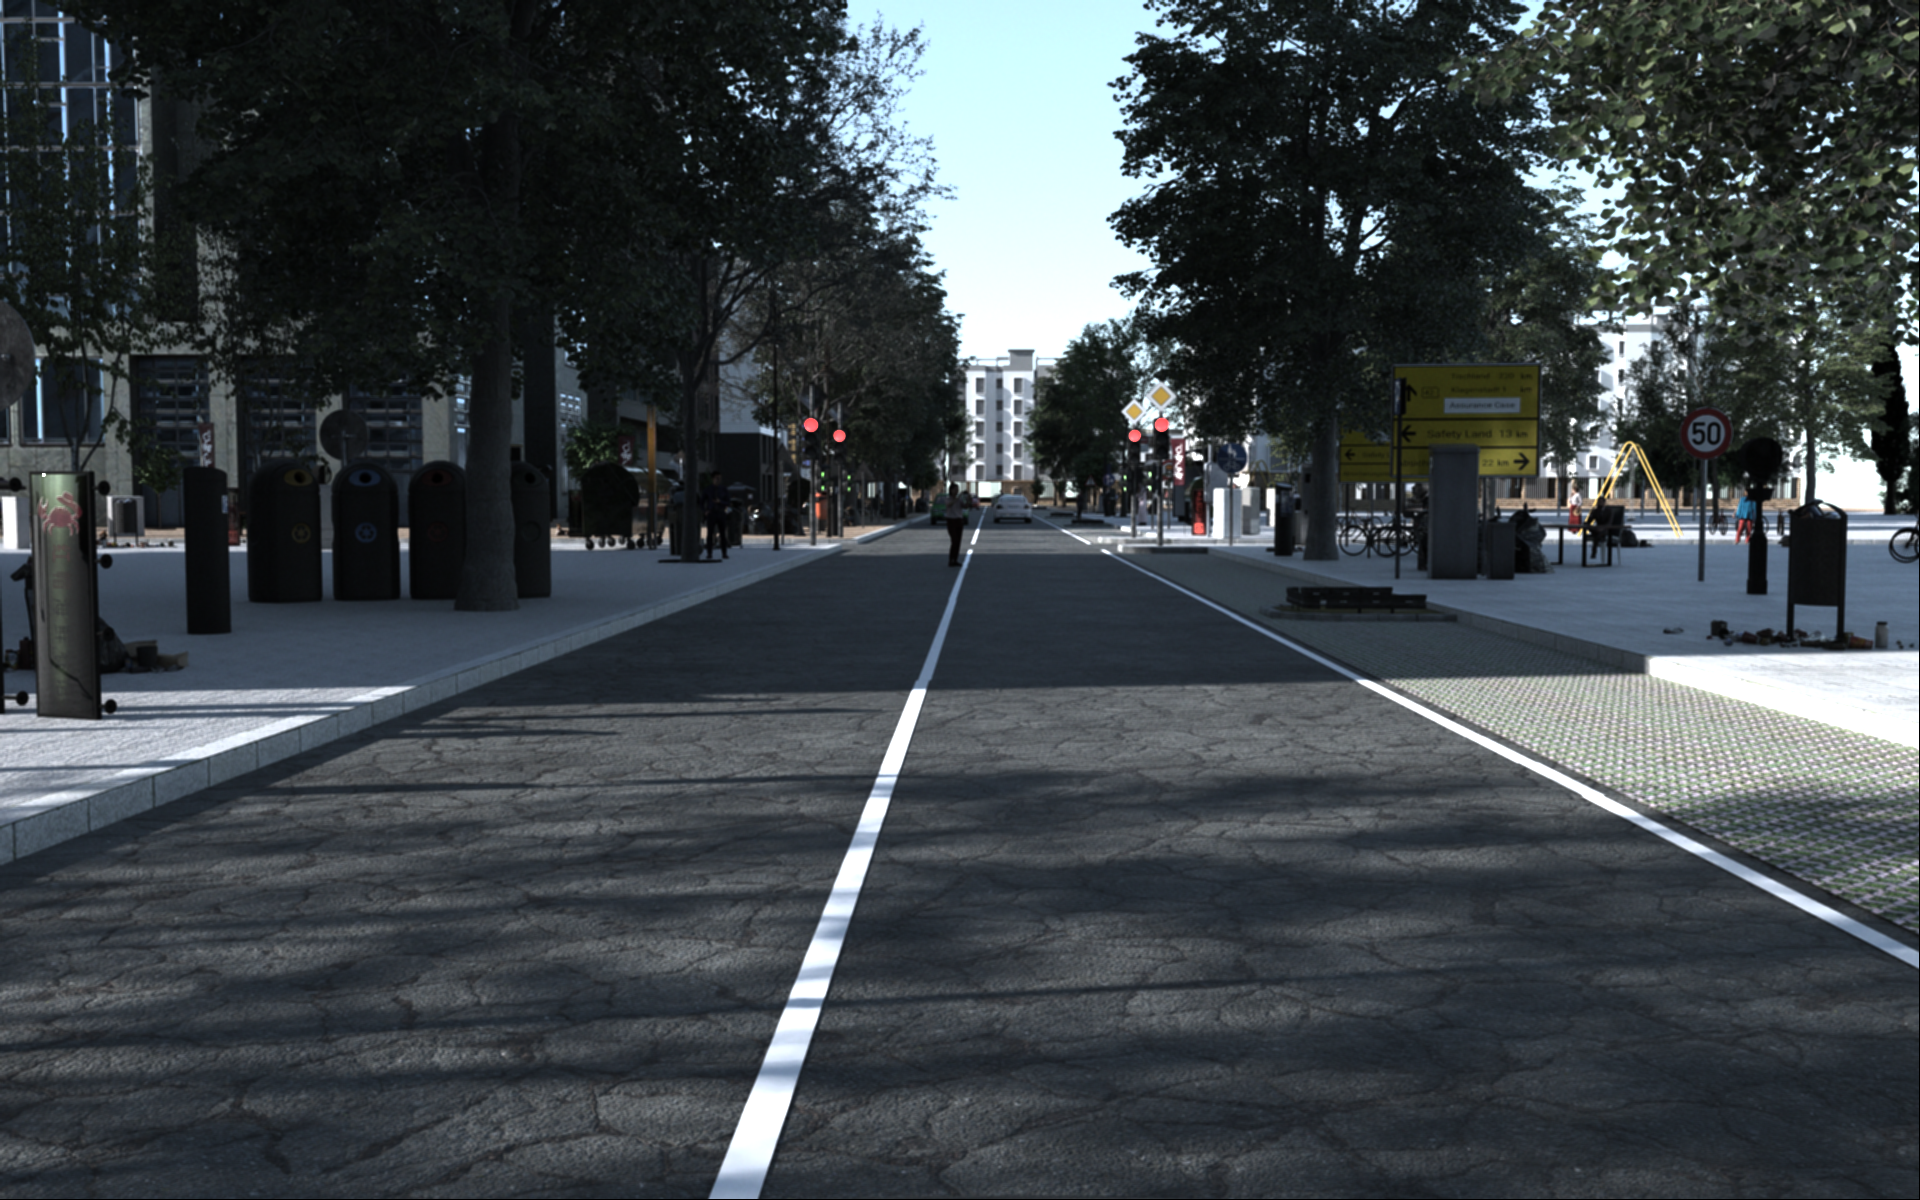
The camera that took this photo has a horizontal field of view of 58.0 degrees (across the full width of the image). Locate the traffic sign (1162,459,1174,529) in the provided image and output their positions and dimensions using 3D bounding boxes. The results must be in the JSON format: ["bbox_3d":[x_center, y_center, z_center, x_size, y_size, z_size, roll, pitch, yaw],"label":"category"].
[{"bbox_3d":[7.691,-3.890,63.706,0.768,2.556,0.104,0,4,4],"label":"traffic sign"}]

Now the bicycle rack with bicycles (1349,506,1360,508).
[{"bbox_3d":[10.885,-2.372,52.162,2.852,0.926,2.925,-2,4,-31],"label":"bicycle rack with bicycles"}]

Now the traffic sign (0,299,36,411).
[{"bbox_3d":[-6.262,-0.670,11.067,0.768,2.556,0.104,0,4,8],"label":"traffic sign"}]

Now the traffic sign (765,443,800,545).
[{"bbox_3d":[-4.491,-2.680,43.821,0.884,2.594,0.081,0,4,4],"label":"traffic sign"}]

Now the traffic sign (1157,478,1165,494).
[{"bbox_3d":[8.796,-4.695,76.866,0.768,2.556,0.104,0,4,2],"label":"traffic sign"}]

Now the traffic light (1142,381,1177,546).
[{"bbox_3d":[4.940,-3.298,42.841,0.839,4.253,0.868,0,4,1],"label":"traffic light"}]

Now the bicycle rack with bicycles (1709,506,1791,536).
[{"bbox_3d":[24.572,-2.444,53.337,2.852,0.926,2.925,1,4,12],"label":"bicycle rack with bicycles"}]

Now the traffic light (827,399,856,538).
[{"bbox_3d":[-3.499,-3.794,50.960,0.839,4.253,0.868,0,4,1],"label":"traffic light"}]

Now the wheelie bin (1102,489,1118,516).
[{"bbox_3d":[8.812,-5.772,102.279,0.980,1.594,0.693,0,4,-4],"label":"wheelie bin"}]

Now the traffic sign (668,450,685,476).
[{"bbox_3d":[-8.368,-3.195,51.972,0.795,2.593,0.064,0,4,2],"label":"traffic sign"}]

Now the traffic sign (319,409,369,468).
[{"bbox_3d":[-9.271,-1.589,26.078,0.768,2.556,0.104,0,4,4],"label":"traffic sign"}]

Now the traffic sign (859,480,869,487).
[{"bbox_3d":[-6.680,-7.351,120.287,0.768,2.556,0.104,0,4,8],"label":"traffic sign"}]

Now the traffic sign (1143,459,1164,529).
[{"bbox_3d":[7.018,-3.851,63.064,0.768,2.556,0.104,0,4,4],"label":"traffic sign"}]

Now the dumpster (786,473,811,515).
[{"bbox_3d":[-7.205,-4.733,79.879,1.502,2.255,1.985,0,4,1],"label":"dumpster"}]

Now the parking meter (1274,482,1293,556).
[{"bbox_3d":[6.733,-1.688,36.007,0.372,1.533,0.369,0,3,0],"label":"parking meter"}]

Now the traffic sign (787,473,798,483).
[{"bbox_3d":[-7.797,-5.026,82.184,0.884,2.594,0.081,0,4,6],"label":"traffic sign"}]

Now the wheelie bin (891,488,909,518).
[{"bbox_3d":[-3.156,-5.141,91.959,0.980,1.594,0.693,1,4,12],"label":"wheelie bin"}]

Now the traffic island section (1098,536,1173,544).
[{"bbox_3d":[5.121,-1.753,50.938,2.009,0.180,2.903,0,4,1],"label":"traffic island section"}]

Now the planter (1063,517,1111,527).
[{"bbox_3d":[5.558,-3.352,75.940,1.991,0.319,1.994,0,4,1],"label":"planter"}]

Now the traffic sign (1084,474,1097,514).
[{"bbox_3d":[8.497,-6.892,112.686,0.884,2.594,0.081,1,4,10],"label":"traffic sign"}]

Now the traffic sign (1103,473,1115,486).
[{"bbox_3d":[9.194,-6.538,106.997,0.768,2.556,0.104,0,4,4],"label":"traffic sign"}]

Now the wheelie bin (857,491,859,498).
[{"bbox_3d":[-6.856,-6.347,111.682,0.693,1.594,0.980,0,3,0],"label":"wheelie bin"}]

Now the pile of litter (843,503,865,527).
[{"bbox_3d":[-4.601,-3.315,68.164,1.176,0.858,1.719,1,4,9],"label":"pile of litter"}]

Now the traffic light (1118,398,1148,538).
[{"bbox_3d":[5.081,-3.786,50.825,0.839,4.253,0.868,0,4,1],"label":"traffic light"}]

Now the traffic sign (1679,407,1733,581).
[{"bbox_3d":[10.944,-1.553,25.497,0.768,2.556,0.104,0,4,2],"label":"traffic sign"}]

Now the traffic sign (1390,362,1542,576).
[{"bbox_3d":[7.855,-2.025,26.986,2.265,3.308,0.079,0,4,8],"label":"traffic sign"}]

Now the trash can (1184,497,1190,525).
[{"bbox_3d":[9.790,-3.751,72.978,0.748,1.137,0.748,0,3,0],"label":"trash can"}]

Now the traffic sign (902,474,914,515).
[{"bbox_3d":[-3.203,-6.460,105.721,0.768,2.556,0.104,0,4,3],"label":"traffic sign"}]

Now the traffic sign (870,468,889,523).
[{"bbox_3d":[-3.608,-4.726,77.271,0.884,2.594,0.081,1,4,9],"label":"traffic sign"}]

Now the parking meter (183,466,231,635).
[{"bbox_3d":[-6.931,-0.461,15.943,0.372,1.533,0.369,0,3,0],"label":"parking meter"}]

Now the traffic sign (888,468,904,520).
[{"bbox_3d":[-3.125,-5.137,84.089,0.768,2.556,0.104,0,4,5],"label":"traffic sign"}]

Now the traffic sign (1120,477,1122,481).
[{"bbox_3d":[11.624,-7.462,122.101,0.768,2.556,0.104,0,4,3],"label":"traffic sign"}]

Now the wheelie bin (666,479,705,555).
[{"bbox_3d":[-5.781,-1.741,36.379,0.693,1.594,0.980,-2,4,-30],"label":"wheelie bin"}]

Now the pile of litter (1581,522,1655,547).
[{"bbox_3d":[16.052,-1.730,42.247,1.176,0.858,1.719,-2,4,-28],"label":"pile of litter"}]

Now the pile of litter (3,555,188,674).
[{"bbox_3d":[-6.497,0.070,12.820,1.719,0.858,1.176,3,4,37],"label":"pile of litter"}]

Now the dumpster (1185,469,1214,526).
[{"bbox_3d":[9.802,-4.066,68.968,1.502,2.255,1.985,0,4,1],"label":"dumpster"}]

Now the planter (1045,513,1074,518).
[{"bbox_3d":[6.034,-5.005,102.969,1.991,0.319,1.994,0,4,1],"label":"planter"}]

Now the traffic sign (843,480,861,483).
[{"bbox_3d":[-5.191,-5.083,83.115,0.884,2.594,0.081,1,4,10],"label":"traffic sign"}]

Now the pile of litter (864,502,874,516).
[{"bbox_3d":[-5.866,-5.450,103.066,1.719,0.858,1.176,2,4,24],"label":"pile of litter"}]

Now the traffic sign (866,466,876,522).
[{"bbox_3d":[-4.030,-4.816,78.844,0.768,2.556,0.104,0,4,7],"label":"traffic sign"}]

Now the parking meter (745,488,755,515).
[{"bbox_3d":[-8.158,-3.602,67.298,0.372,1.533,0.369,0,3,0],"label":"parking meter"}]

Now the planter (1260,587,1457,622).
[{"bbox_3d":[4.569,0.050,20.317,1.991,0.319,1.994,0,4,1],"label":"planter"}]

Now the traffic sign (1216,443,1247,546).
[{"bbox_3d":[6.737,-2.623,42.990,0.768,2.556,0.104,0,4,5],"label":"traffic sign"}]

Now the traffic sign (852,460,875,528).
[{"bbox_3d":[-3.651,-3.992,65.276,0.884,2.594,0.081,0,4,5],"label":"traffic sign"}]

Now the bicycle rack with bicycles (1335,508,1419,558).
[{"bbox_3d":[9.230,-1.351,35.465,2.925,0.926,2.852,1,4,21],"label":"bicycle rack with bicycles"}]

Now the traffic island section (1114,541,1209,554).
[{"bbox_3d":[4.979,-1.264,42.954,2.009,0.180,2.903,0,4,1],"label":"traffic island section"}]

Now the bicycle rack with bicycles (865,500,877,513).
[{"bbox_3d":[-5.653,-6.237,115.363,2.852,0.926,2.925,-2,4,-24],"label":"bicycle rack with bicycles"}]

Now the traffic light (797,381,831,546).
[{"bbox_3d":[-3.641,-3.306,42.976,0.839,4.253,0.868,0,4,1],"label":"traffic light"}]

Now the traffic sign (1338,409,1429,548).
[{"bbox_3d":[10.176,-2.902,41.316,2.265,3.308,0.079,1,4,10],"label":"traffic sign"}]
